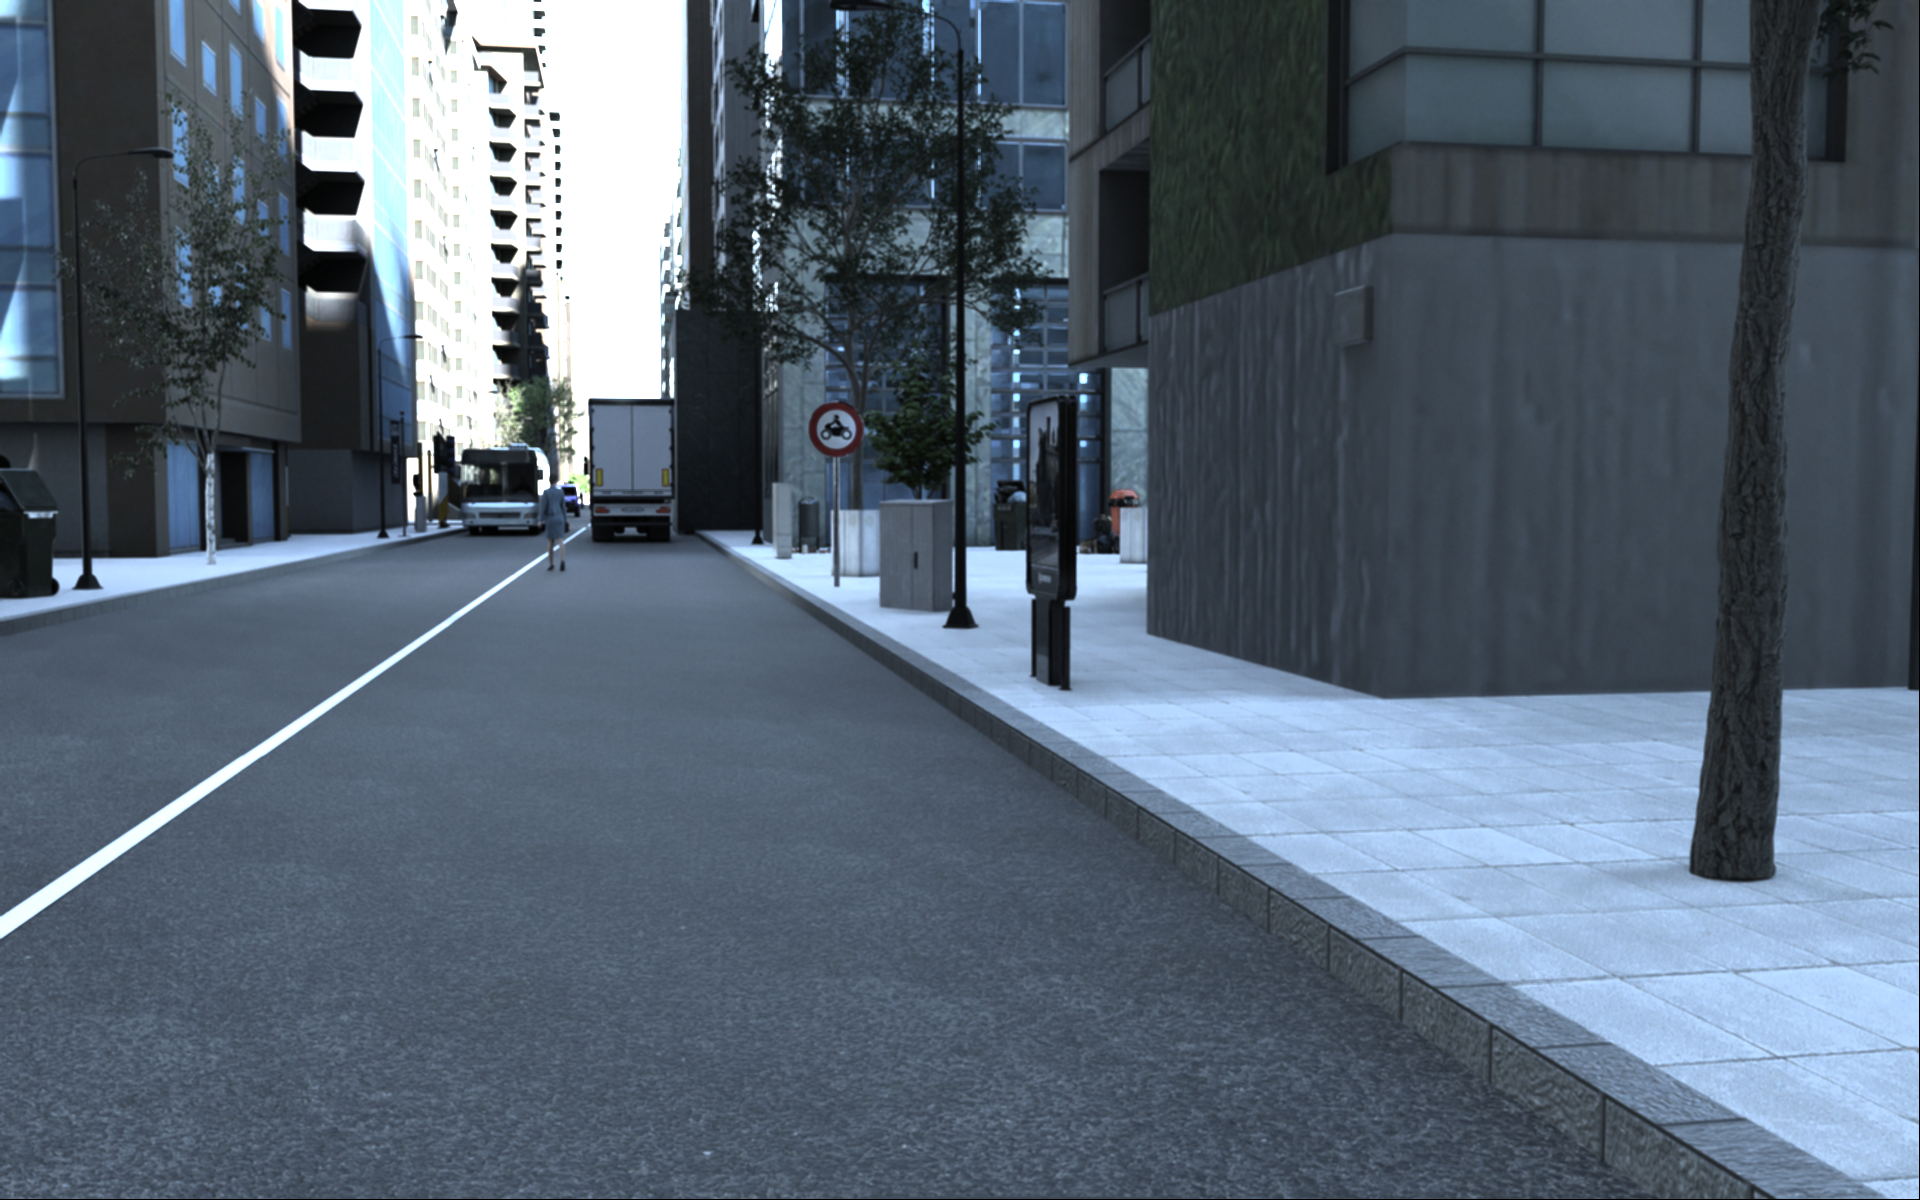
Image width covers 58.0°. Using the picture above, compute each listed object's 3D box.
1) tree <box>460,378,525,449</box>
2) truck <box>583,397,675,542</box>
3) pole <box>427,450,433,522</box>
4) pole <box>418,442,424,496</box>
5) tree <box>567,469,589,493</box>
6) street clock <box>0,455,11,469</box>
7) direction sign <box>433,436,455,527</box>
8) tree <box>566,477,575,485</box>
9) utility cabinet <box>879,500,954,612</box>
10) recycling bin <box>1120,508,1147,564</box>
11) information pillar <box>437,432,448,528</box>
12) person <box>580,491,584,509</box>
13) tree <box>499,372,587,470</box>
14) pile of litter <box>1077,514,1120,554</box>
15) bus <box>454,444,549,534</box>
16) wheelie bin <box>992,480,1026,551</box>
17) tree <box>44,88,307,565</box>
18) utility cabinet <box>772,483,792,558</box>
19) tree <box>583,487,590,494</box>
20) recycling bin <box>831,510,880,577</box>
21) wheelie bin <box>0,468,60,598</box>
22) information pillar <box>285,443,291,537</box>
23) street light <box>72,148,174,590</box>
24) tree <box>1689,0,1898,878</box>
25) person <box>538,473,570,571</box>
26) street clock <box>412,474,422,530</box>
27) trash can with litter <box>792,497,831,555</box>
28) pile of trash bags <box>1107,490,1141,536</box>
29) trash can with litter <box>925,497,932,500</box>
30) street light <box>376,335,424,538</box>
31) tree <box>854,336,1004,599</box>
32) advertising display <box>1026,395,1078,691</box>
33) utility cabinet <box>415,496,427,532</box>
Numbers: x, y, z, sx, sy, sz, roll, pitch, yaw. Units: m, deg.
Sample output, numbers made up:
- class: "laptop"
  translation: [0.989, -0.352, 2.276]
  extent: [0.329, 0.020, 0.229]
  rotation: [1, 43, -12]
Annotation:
- class: "tree"
  translation: [-29.210, -9.731, 109.464]
  extent: [4.360, 8.622, 3.978]
  rotation: [0, 3, 0]
- class: "truck"
  translation: [-10.669, -4.083, 55.671]
  extent: [2.839, 4.237, 11.283]
  rotation: [-1, 4, -12]
- class: "pole"
  translation: [-24.267, -5.226, 79.290]
  extent: [0.158, 3.312, 0.155]
  rotation: [0, 3, 0]
- class: "pole"
  translation: [-21.154, -4.533, 67.955]
  extent: [0.158, 3.312, 0.155]
  rotation: [0, 3, 0]
- class: "tree"
  translation: [-49.820, -14.817, 225.968]
  extent: [4.285, 4.588, 4.351]
  rotation: [0, 3, 0]
- class: "street clock"
  translation: [-17.477, -1.641, 31.408]
  extent: [0.471, 2.002, 0.358]
  rotation: [-3, 5, -41]
- class: "direction sign"
  translation: [-20.010, -4.604, 67.267]
  extent: [0.876, 3.537, 0.379]
  rotation: [-3, 4, -39]
- class: "tree"
  translation: [-44.795, -12.518, 199.274]
  extent: [1.663, 3.219, 1.824]
  rotation: [0, 3, 0]
- class: "utility cabinet"
  translation: [-0.500, -0.499, 19.327]
  extent: [0.306, 1.237, 1.020]
  rotation: [-3, 4, -38]
- class: "recycling bin"
  translation: [3.458, -1.202, 32.211]
  extent: [0.722, 1.027, 0.722]
  rotation: [-2, 4, -34]
- class: "information pillar"
  translation: [-19.469, -4.515, 65.169]
  extent: [0.183, 3.616, 0.504]
  rotation: [1, 4, 20]
- class: "person"
  translation: [-37.209, -9.833, 169.792]
  extent: [0.750, 1.759, 0.617]
  rotation: [2, 4, 25]
- class: "tree"
  translation: [-35.618, -13.549, 147.273]
  extent: [9.928, 11.665, 9.643]
  rotation: [0, 3, 0]
- class: "pile of litter"
  translation: [3.067, -1.429, 37.330]
  extent: [1.719, 0.858, 1.176]
  rotation: [1, 4, 17]
- class: "bus"
  translation: [-16.786, -4.252, 64.387]
  extent: [2.948, 3.499, 13.247]
  rotation: [-1, 4, -12]
- class: "wheelie bin"
  translation: [1.165, -1.929, 39.454]
  extent: [0.980, 1.594, 0.693]
  rotation: [2, 4, 28]
- class: "tree"
  translation: [-13.776, -4.948, 31.269]
  extent: [4.360, 8.622, 3.978]
  rotation: [0, 3, 0]
- class: "utility cabinet"
  translation: [-3.552, -1.590, 34.681]
  extent: [0.318, 1.500, 1.173]
  rotation: [-1, 4, -10]
- class: "tree"
  translation: [-57.226, -16.535, 264.943]
  extent: [1.663, 3.219, 1.824]
  rotation: [0, 3, 0]
- class: "recycling bin"
  translation: [-1.540, -0.896, 27.201]
  extent: [0.722, 1.027, 0.722]
  rotation: [3, 5, 44]
- class: "wheelie bin"
  translation: [-11.717, -0.833, 21.522]
  extent: [0.693, 1.594, 0.980]
  rotation: [1, 4, 12]
- class: "information pillar"
  translation: [-20.187, -3.680, 51.522]
  extent: [0.183, 3.616, 0.504]
  rotation: [1, 4, 17]
- class: "street light"
  translation: [-11.252, -3.105, 23.315]
  extent: [1.470, 5.913, 1.316]
  rotation: [-1, 4, -11]
- class: "tree"
  translation: [2.956, -4.351, 5.543]
  extent: [7.601, 10.594, 8.767]
  rotation: [0, 4, -5]
- class: "person"
  translation: [-7.577, -1.456, 32.327]
  extent: [0.581, 1.822, 0.654]
  rotation: [-1, 4, -21]
- class: "street clock"
  translation: [-19.507, -3.528, 62.247]
  extent: [0.358, 2.002, 0.471]
  rotation: [0, 4, -8]
- class: "trash can with litter"
  translation: [-2.927, -1.637, 37.820]
  extent: [2.233, 1.210, 1.678]
  rotation: [-3, 5, -44]
- class: "pile of trash bags"
  translation: [4.495, -1.525, 34.693]
  extent: [3.447, 1.369, 1.912]
  rotation: [-2, 4, -27]
- class: "trash can with litter"
  translation: [-0.720, -1.727, 39.293]
  extent: [1.678, 1.210, 2.233]
  rotation: [-1, 4, -13]
- class: "street light"
  translation: [-16.306, -4.766, 50.470]
  extent: [1.470, 5.913, 1.316]
  rotation: [-1, 4, -11]
- class: "tree"
  translation: [-0.569, -1.640, 21.417]
  extent: [1.663, 3.219, 1.824]
  rotation: [0, 3, 0]
- class: "advertising display"
  translation: [0.611, -0.397, 11.709]
  extent: [0.123, 1.923, 0.974]
  rotation: [-1, 4, -11]
- class: "utility cabinet"
  translation: [-18.165, -2.887, 58.364]
  extent: [0.306, 1.237, 1.020]
  rotation: [-1, 4, -13]
